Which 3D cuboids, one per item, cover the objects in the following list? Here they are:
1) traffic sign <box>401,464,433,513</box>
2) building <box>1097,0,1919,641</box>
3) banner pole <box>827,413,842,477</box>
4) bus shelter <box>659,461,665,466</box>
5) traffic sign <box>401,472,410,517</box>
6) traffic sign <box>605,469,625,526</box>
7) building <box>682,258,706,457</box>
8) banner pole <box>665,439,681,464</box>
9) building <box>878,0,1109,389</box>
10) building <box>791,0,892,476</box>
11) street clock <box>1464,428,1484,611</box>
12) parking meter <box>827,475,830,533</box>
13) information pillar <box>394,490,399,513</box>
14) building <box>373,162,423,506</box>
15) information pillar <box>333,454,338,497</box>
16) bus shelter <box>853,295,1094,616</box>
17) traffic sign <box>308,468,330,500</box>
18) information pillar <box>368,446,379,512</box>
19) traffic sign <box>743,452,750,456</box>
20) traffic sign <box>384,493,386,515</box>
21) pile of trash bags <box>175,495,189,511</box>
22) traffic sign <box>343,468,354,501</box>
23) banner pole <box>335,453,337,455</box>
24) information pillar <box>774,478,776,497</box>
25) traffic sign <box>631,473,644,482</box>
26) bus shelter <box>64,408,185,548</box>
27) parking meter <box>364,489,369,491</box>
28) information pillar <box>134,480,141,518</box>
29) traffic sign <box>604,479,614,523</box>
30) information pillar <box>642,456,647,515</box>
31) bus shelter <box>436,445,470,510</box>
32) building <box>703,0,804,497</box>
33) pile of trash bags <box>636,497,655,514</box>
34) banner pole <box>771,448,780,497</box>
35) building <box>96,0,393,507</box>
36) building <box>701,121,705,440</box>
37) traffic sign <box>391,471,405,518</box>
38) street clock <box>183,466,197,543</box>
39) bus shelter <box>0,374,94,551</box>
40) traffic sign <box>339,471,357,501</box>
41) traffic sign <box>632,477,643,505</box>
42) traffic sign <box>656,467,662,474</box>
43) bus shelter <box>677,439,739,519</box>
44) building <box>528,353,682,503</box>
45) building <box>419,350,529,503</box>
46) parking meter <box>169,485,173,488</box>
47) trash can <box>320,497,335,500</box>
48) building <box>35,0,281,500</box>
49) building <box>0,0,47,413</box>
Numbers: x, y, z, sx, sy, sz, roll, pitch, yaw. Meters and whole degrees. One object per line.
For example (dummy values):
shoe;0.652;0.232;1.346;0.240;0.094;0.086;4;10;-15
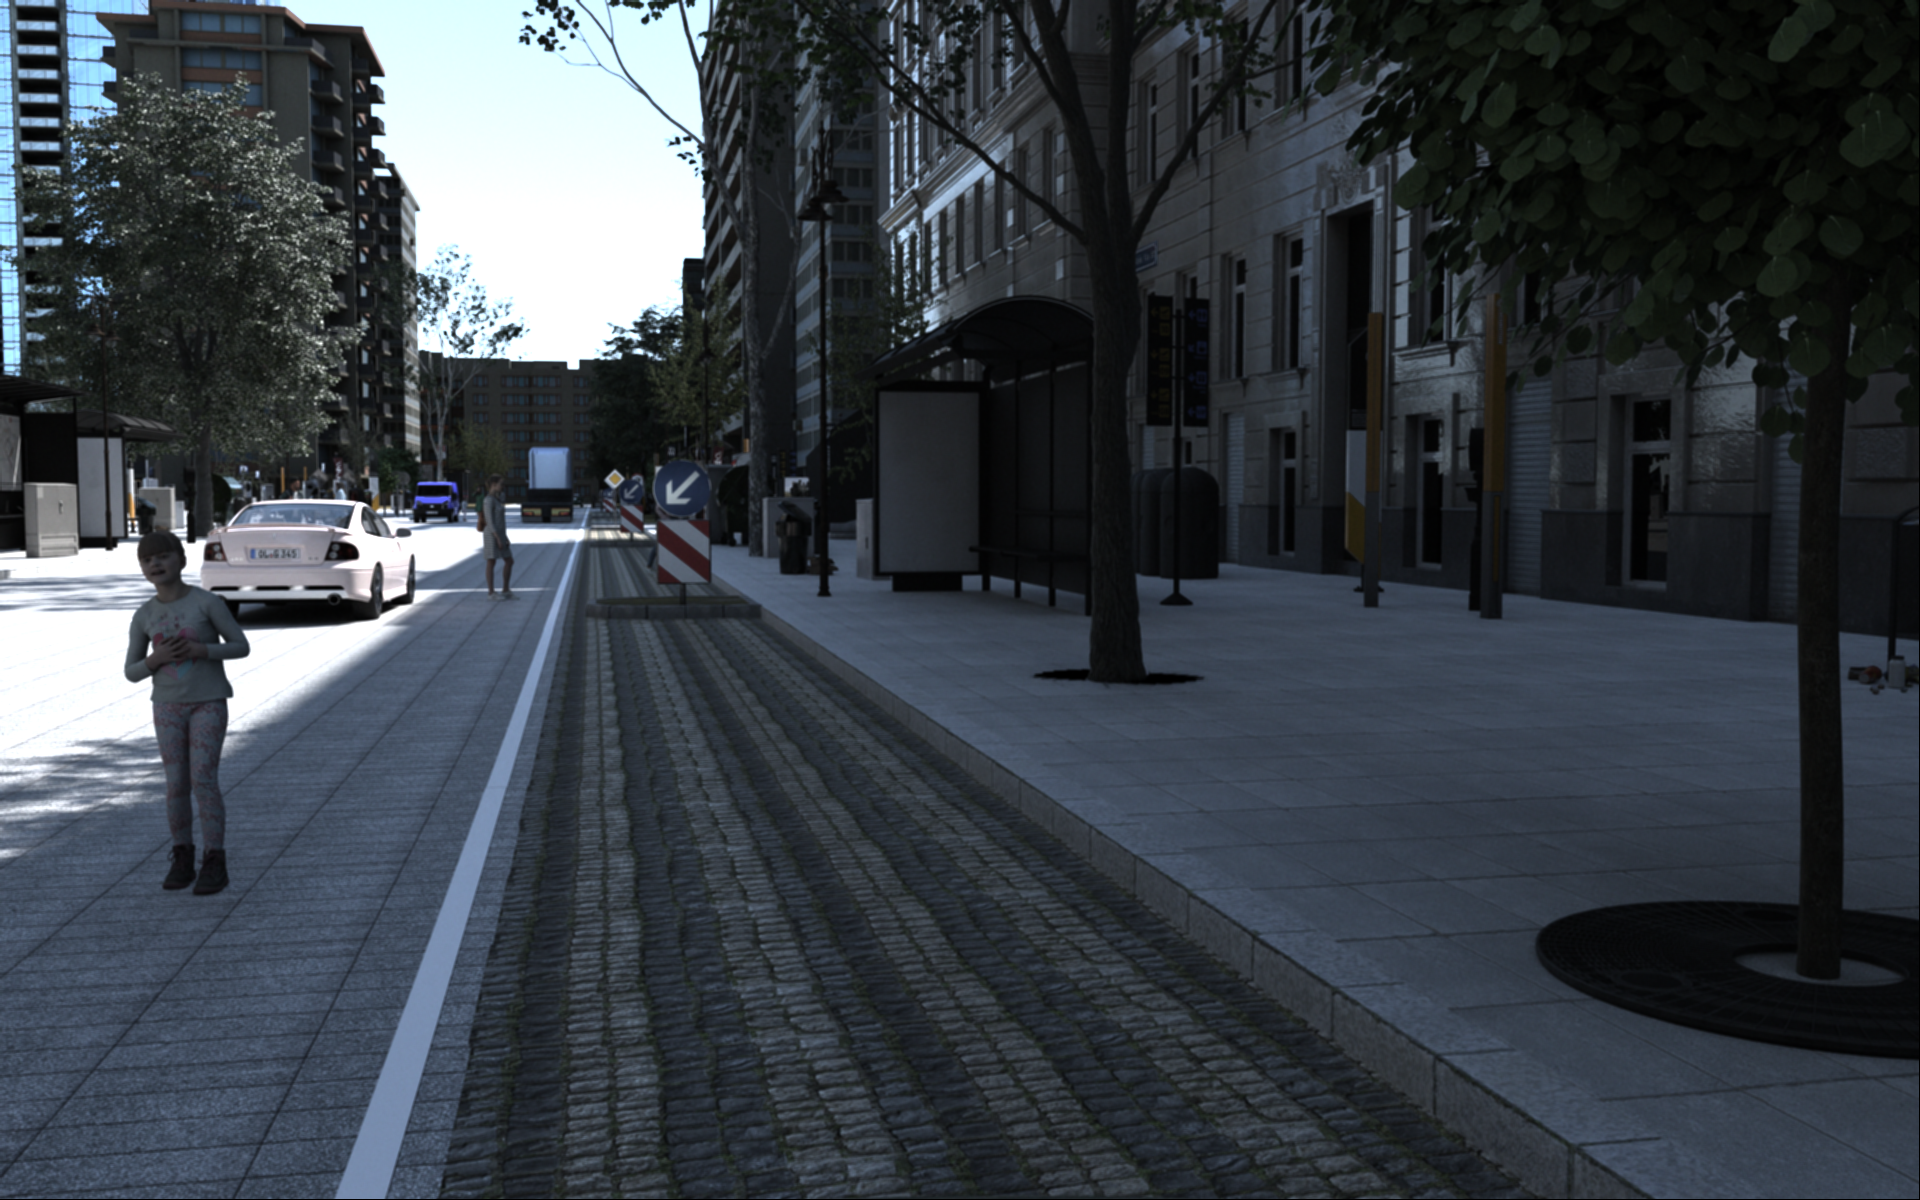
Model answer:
traffic sign;-37.358;-7.652;118.977;2.265;3.308;0.079;0;4;-5
building;11.448;-14.055;27.059;12.463;27.353;25.104;-1;4;-12
banner pole;-3.879;-3.886;53.560;0.863;3.779;0.401;3;4;36
bus shelter;-16.728;-6.537;100.796;2.014;3.302;5.546;-1;4;-12
traffic sign;-31.571;-6.005;98.281;0.768;2.556;0.104;-1;4;-10
traffic sign;-13.750;-4.004;69.103;0.795;2.450;0.064;-1;4;-12
building;-27.171;-27.027;213.597;14.160;30.474;14.107;-1;4;-12
banner pole;-12.785;-5.354;77.562;0.863;3.779;0.401;-1;4;-14
building;5.472;-15.564;51.739;12.463;27.353;25.104;-1;4;-12
building;2.920;-25.117;102.538;23.993;40.220;32.217;-1;4;-12
street clock;5.717;-0.885;19.045;0.358;2.002;0.471;1;4;21
parking meter;-3.792;-2.792;51.363;0.255;1.863;0.399;0;4;6
information pillar;-37.657;-6.803;115.726;0.304;2.012;0.304;-1;4;-8
building;-73.280;-30.697;193.780;23.993;40.220;32.217;-1;4;-12
information pillar;-36.061;-6.651;100.098;0.183;3.616;0.504;0;4;7
bus shelter;0.163;-1.617;20.369;2.014;3.302;5.546;-1;4;-12
traffic sign;-24.706;-3.864;66.812;0.795;2.450;0.064;-1;4;-12
information pillar;-28.730;-5.719;84.855;0.183;3.616;0.504;3;4;36
traffic sign;-6.484;-3.235;53.005;0.768;2.556;0.104;0;4;-5
traffic sign;-35.609;-6.549;107.184;0.768;2.556;0.104;0;4;-6
pile of trash bags;-60.508;-7.693;135.531;1.912;1.369;3.447;2;4;23
traffic sign;-30.539;-5.263;86.150;0.768;2.556;0.104;0;4;-3
banner pole;-37.750;-7.020;104.799;0.401;3.779;0.863;-1;4;-22
information pillar;-8.797;-4.683;81.056;0.304;2.012;0.304;-3;4;-39
traffic sign;-19.244;-6.317;103.386;0.768;2.556;0.104;0;4;-6
bus shelter;-21.236;-3.045;43.715;2.014;3.302;5.546;-1;4;-12
parking meter;-29.393;-4.742;85.943;0.372;1.533;0.369;0;3;0
information pillar;-44.400;-5.444;93.493;0.304;2.012;0.304;3;4;37
traffic sign;-15.405;-4.482;76.915;0.795;2.450;0.064;-1;4;-12
information pillar;-19.605;-7.089;107.266;0.183;3.616;0.504;1;4;11
bus shelter;-42.175;-10.185;144.158;2.179;5.291;8.768;-1;4;-12
building;-13.141;-33.212;166.720;21.300;48.544;21.600;-1;4;-12
pile of trash bags;-19.191;-6.136;110.079;1.912;1.369;3.447;2;4;23
banner pole;-10.027;-6.385;94.404;0.401;3.779;0.863;2;4;35
building;-64.597;-30.812;158.406;22.147;44.769;28.867;-1;4;-12
building;-16.979;-35.036;192.449;23.786;49.044;30.456;-1;4;-12
traffic sign;-30.744;-5.783;94.650;0.768;2.556;0.104;-1;4;-9
street clock;-20.071;-2.483;45.162;0.358;2.002;0.471;-2;4;-32
bus shelter;-20.156;-2.786;36.830;1.731;3.624;6.357;-1;4;-12
traffic sign;-26.361;-4.341;74.624;0.795;2.450;0.064;-1;4;-12
traffic sign;-18.507;-5.953;99.455;0.606;2.300;0.079;0;4;-7
traffic sign;-10.809;-3.737;63.227;0.606;2.300;0.079;-1;4;-10
bus shelter;-9.661;-4.425;66.276;2.014;3.302;5.546;-1;4;-12
building;-47.560;-25.029;254.264;28.899;21.520;27.650;-1;4;-12
building;-76.018;-24.717;249.167;28.899;21.520;27.650;-1;4;-12
parking meter;-52.750;-6.735;115.828;0.255;1.863;0.399;-1;4;-19
trash can;-26.926;-3.811;73.961;0.748;1.137;0.748;0;3;0
building;-105.134;-56.532;236.962;31.000;86.520;22.319;-1;4;-12
building;-101.485;-53.833;192.844;31.000;86.520;22.319;-1;4;-12
